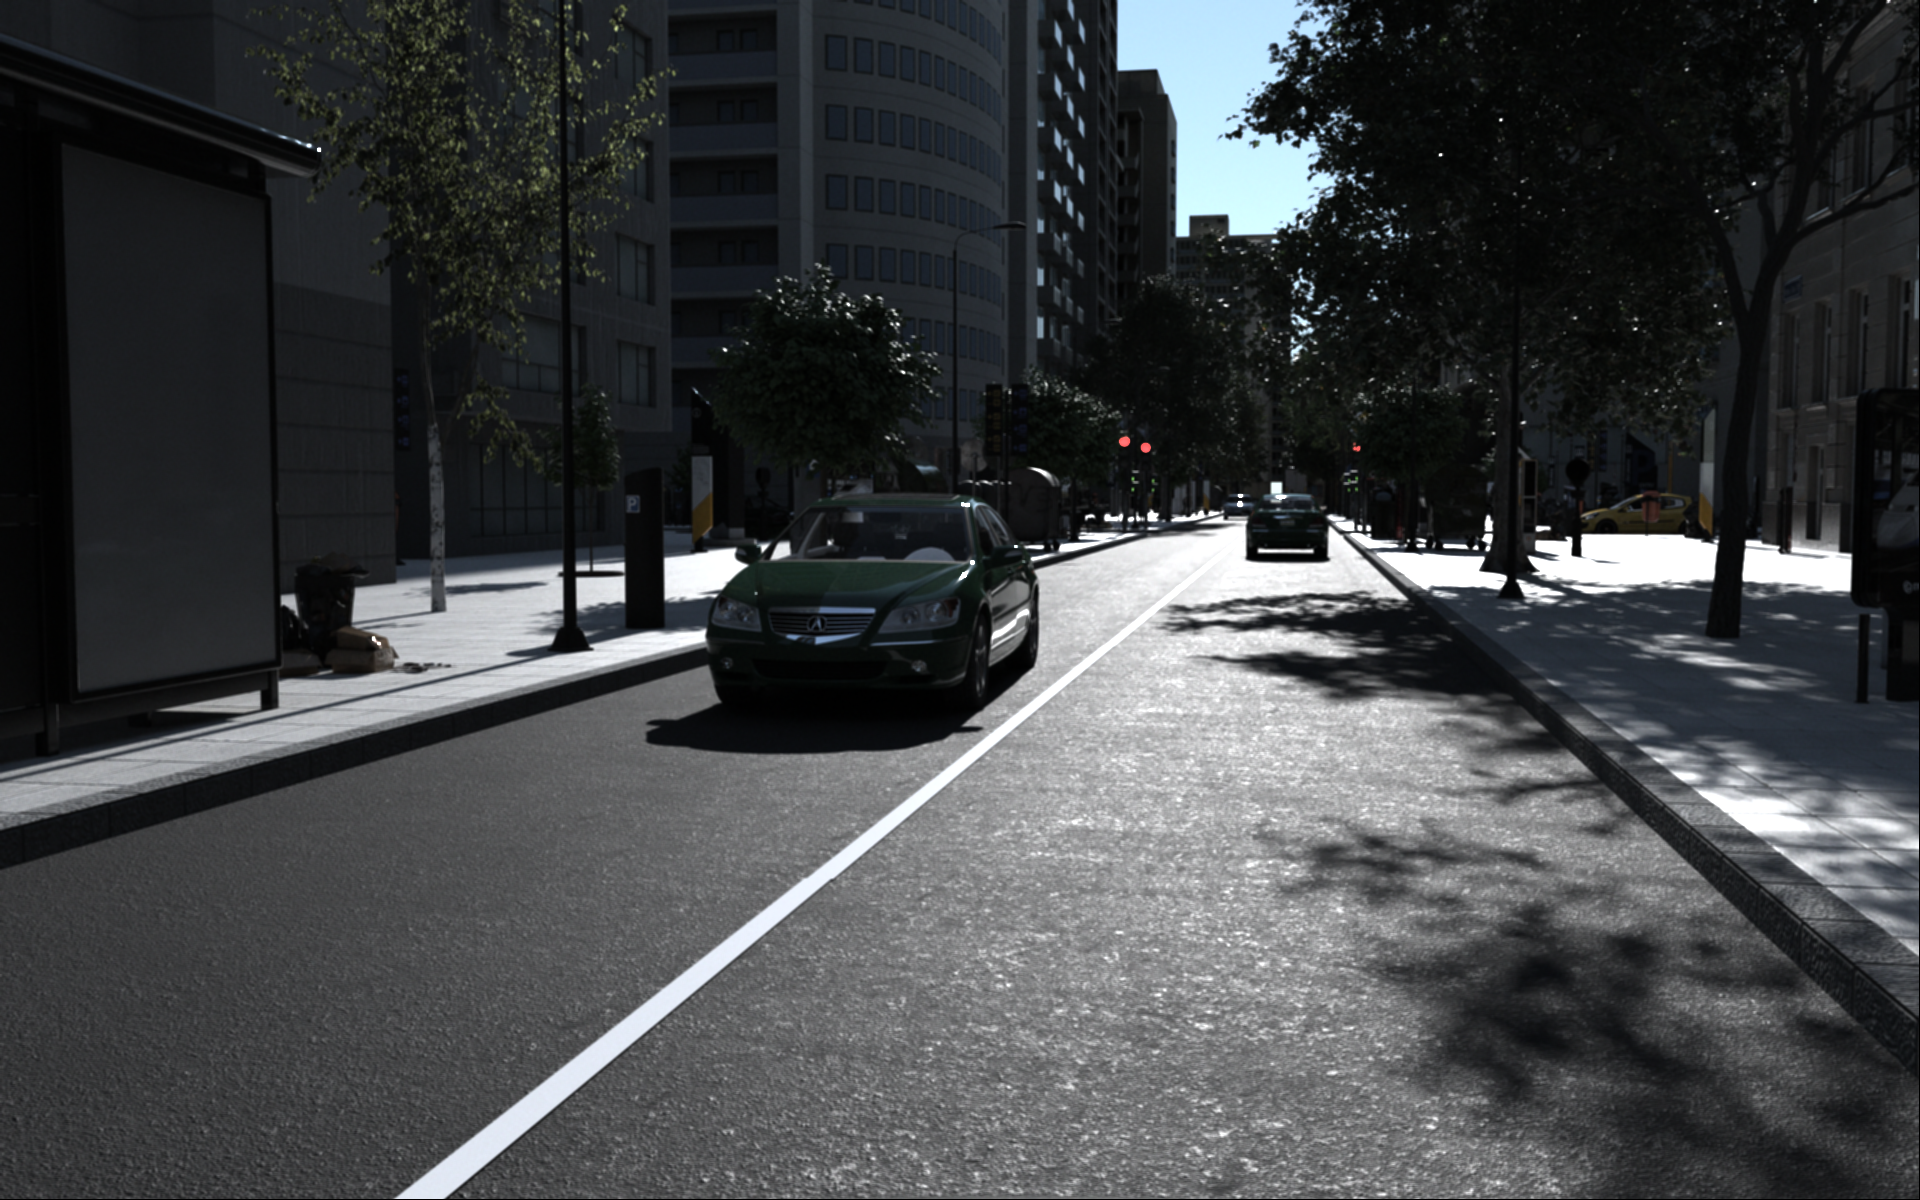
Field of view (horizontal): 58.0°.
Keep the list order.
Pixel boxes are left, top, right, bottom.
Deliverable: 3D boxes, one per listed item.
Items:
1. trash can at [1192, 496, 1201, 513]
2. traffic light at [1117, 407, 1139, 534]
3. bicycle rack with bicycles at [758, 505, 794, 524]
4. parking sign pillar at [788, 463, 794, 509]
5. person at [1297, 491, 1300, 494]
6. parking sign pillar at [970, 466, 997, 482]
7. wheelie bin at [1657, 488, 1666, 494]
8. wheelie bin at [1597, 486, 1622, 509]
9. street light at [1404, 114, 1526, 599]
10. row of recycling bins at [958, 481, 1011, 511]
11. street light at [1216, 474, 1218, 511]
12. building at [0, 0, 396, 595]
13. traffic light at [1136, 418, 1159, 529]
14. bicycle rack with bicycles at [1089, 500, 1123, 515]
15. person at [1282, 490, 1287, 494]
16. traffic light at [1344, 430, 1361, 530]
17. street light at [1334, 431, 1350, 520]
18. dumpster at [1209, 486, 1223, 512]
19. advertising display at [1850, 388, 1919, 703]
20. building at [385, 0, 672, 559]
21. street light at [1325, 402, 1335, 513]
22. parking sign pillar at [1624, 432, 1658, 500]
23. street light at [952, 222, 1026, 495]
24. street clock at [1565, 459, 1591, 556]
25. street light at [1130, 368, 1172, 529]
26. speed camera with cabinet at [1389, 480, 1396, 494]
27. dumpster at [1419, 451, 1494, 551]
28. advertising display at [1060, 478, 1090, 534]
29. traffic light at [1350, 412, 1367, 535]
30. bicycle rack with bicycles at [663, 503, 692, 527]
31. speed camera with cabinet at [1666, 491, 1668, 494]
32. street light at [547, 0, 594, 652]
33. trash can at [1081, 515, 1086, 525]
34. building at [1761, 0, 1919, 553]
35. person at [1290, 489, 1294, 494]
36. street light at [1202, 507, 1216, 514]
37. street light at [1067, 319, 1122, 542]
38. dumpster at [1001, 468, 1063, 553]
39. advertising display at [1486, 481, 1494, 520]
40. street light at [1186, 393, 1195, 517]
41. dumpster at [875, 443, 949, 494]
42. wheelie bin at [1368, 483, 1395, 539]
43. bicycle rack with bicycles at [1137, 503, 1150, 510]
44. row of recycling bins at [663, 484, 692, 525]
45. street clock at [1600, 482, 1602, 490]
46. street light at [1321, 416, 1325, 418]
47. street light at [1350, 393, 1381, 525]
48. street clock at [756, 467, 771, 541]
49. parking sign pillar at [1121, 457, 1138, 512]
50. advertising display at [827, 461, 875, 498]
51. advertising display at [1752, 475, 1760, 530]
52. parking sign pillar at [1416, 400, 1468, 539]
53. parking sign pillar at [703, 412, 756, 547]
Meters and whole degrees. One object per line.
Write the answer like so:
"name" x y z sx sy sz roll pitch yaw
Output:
"trash can" 15.885 -6.426 116.718 0.748 1.137 0.748 0 3 0
"traffic light" 5.349 -4.097 55.901 0.839 4.253 0.868 1 4 11
"bicycle rack with bicycles" -4.866 -2.679 57.189 2.925 0.926 2.852 3 5 42
"parking sign pillar" -6.226 -4.956 69.496 1.447 3.967 1.447 0 4 6
"person" 28.782 -8.411 146.743 0.721 1.736 1.217 3 5 44
"parking sign pillar" 1.078 -5.312 75.329 1.447 3.967 1.447 2 4 29
"wheelie bin" 35.803 -4.945 88.763 0.980 1.594 0.693 2 4 35
"wheelie bin" 25.607 -3.689 68.223 0.980 1.594 0.693 0 4 -8
"street light" 6.260 -2.980 21.268 1.470 5.913 1.316 1 4 11
"row of recycling bins" 0.895 -2.947 55.292 1.069 1.692 3.534 2 4 26
"street light" 16.462 -8.543 112.227 1.470 5.913 1.316 1 4 11
"building" -21.075 -28.710 11.414 21.231 58.520 28.212 1 4 11
"traffic light" 6.872 -4.576 63.740 0.839 4.253 0.868 1 4 11
"bicycle rack with bicycles" 7.699 -5.556 104.217 2.852 0.926 2.925 -2 4 -24
"person" 29.839 -9.215 159.036 0.709 1.838 0.599 3 4 39
"traffic light" 14.249 -4.490 62.328 0.839 4.253 0.868 1 4 11
"street light" 12.644 -5.012 54.493 1.470 5.913 1.316 1 4 11
"dumpster" 17.935 -7.153 122.713 1.264 1.857 1.865 1 4 11
"advertising display" 5.951 -0.338 10.733 0.974 1.923 0.123 -1 4 -19
"building" -14.924 -21.832 40.549 14.086 41.232 14.154 1 4 11
"street light" 15.921 -6.048 71.428 1.470 5.913 1.316 1 4 11
"parking sign pillar" 29.681 -5.321 75.475 1.447 3.967 1.447 0 4 -6
"street light" 0.441 -3.506 29.860 1.470 5.913 1.316 1 4 11
"street clock" 12.707 -1.900 35.643 0.471 2.002 0.358 2 4 28
"street light" 7.012 -5.582 63.808 1.470 5.913 1.316 1 4 11
"speed camera with cabinet" 18.250 -4.826 73.246 0.660 3.252 2.038 0 4 4
"dumpster" 11.352 -2.275 39.686 1.502 2.255 1.985 1 4 11
"advertising display" 3.737 -3.122 56.256 0.974 1.923 0.123 0 4 -2
"traffic light" 12.726 -4.010 54.489 0.839 4.253 0.868 1 4 11
"bicycle rack with bicycles" -11.885 -3.402 69.002 2.852 0.926 2.925 0 4 1
"speed camera with cabinet" 43.368 -6.719 104.197 2.038 3.252 0.660 0 4 7
"street light" -2.665 -2.531 13.915 1.470 5.913 1.316 1 4 11
"trash can" 4.722 -3.517 69.159 0.748 1.137 0.748 0 3 0
"building" 23.685 -14.261 30.429 12.463 27.353 25.104 1 4 11
"person" 19.936 -5.790 103.925 0.760 1.731 0.466 -2 4 -29
"street light" 13.205 -7.534 95.725 1.470 5.913 1.316 1 4 11
"street light" 3.602 -4.512 46.316 1.470 5.913 1.316 1 4 11
"dumpster" 1.550 -2.012 38.656 1.264 1.857 1.865 1 4 11
"advertising display" 26.636 -4.965 86.398 0.974 1.923 0.123 -1 4 -14
"street light" 10.156 -6.558 79.767 1.470 5.913 1.316 1 4 11
"dumpster" -1.140 -1.861 32.918 1.502 2.255 1.985 1 4 11
"wheelie bin" 12.197 -2.573 49.971 0.693 1.594 0.980 -1 4 -14
"bicycle rack with bicycles" 12.556 -6.876 125.800 2.925 0.926 2.852 -2 4 -26
"row of recycling bins" -11.070 -3.928 71.330 3.534 1.692 1.069 1 4 18
"street clock" 39.017 -6.153 105.164 0.358 2.002 0.471 0 4 6
"street light" 19.083 -7.023 87.363 1.470 5.913 1.316 1 4 11
"street light" 9.512 -4.029 38.419 1.470 5.913 1.316 1 4 11
"street clock" -5.350 -2.602 47.116 0.358 2.002 0.471 -2 4 -33
"parking sign pillar" 11.966 -8.206 122.642 1.447 3.967 1.447 2 4 25
"advertising display" -1.995 -1.569 30.865 0.974 1.923 0.123 -1 4 -13
"advertising display" 27.589 -3.353 60.038 0.123 1.923 0.974 1 4 19
"parking sign pillar" 13.851 -3.744 49.680 1.447 3.967 1.447 1 4 11
"parking sign pillar" -5.747 -3.308 42.553 1.447 3.967 1.447 -2 4 -30
